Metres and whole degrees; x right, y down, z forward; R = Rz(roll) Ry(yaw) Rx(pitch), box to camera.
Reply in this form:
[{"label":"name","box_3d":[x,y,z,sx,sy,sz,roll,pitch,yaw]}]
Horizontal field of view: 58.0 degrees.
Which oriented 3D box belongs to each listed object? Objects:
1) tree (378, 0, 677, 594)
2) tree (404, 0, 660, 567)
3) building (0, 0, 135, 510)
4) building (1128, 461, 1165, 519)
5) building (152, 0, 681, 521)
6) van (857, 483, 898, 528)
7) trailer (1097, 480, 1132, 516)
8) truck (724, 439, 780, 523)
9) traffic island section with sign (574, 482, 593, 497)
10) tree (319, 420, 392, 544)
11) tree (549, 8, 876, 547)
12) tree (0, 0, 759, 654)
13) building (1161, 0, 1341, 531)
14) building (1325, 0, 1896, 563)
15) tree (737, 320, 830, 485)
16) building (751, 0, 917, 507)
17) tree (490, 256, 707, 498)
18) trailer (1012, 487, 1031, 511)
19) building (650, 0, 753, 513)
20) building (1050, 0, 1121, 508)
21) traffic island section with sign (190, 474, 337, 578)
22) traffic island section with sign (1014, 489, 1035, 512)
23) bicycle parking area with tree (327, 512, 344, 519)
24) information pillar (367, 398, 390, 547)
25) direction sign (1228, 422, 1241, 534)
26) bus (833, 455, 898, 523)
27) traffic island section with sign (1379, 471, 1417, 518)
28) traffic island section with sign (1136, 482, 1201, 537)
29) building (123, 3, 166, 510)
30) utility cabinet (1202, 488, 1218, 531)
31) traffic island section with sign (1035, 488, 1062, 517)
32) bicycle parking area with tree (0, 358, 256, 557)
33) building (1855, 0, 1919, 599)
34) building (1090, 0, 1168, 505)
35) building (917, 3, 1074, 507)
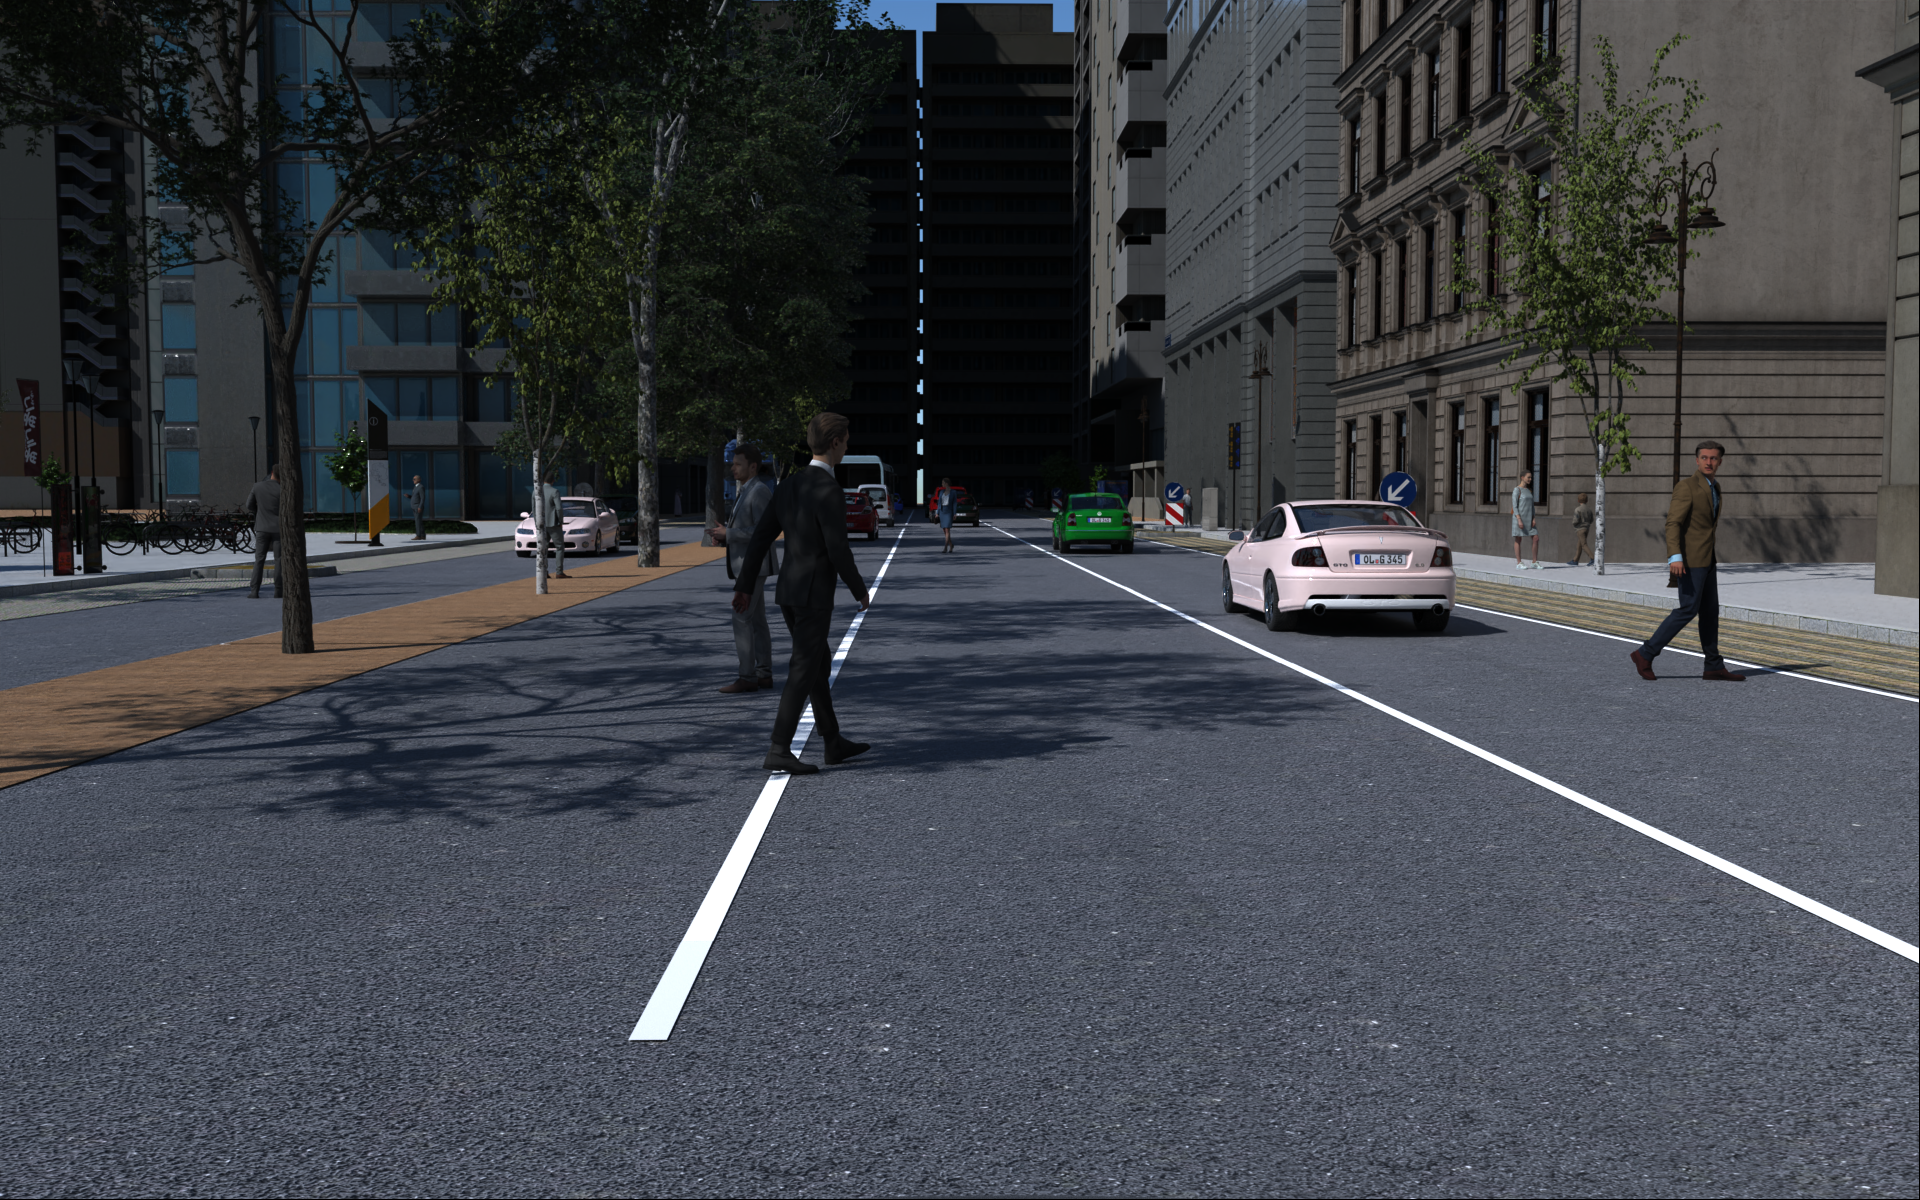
[{"label":"tree","box_3d":[-5.912,-4.365,24.187,4.737,8.622,4.395,0,3,0]},{"label":"tree","box_3d":[-7.300,-10.742,33.982,12.611,20.169,13.585,0,3,0]},{"label":"building","box_3d":[-75.571,-30.374,146.730,14.200,45.320,14.600,0,4,-1]},{"label":"building","box_3d":[26.078,-24.589,93.909,32.217,40.220,23.993,0,4,-1]},{"label":"building","box_3d":[-28.586,-29.063,94.787,23.786,49.044,30.456,0,4,-1]},{"label":"van","box_3d":[-3.730,-4.194,75.576,2.013,2.044,4.112,0,4,0]},{"label":"trailer","box_3d":[6.369,-4.053,73.314,1.471,1.999,3.904,0,4,-2]},{"label":"truck","box_3d":[-10.270,-6.190,90.968,2.967,4.110,18.799,0,4,-1]},{"label":"traffic island section with sign","box_3d":[-12.665,-3.026,58.106,1.989,1.847,2.006,0,4,-1]},{"label":"tree","box_3d":[-15.630,-3.089,45.110,1.663,3.219,1.824,0,3,0]},{"label":"tree","box_3d":[-6.689,-8.416,46.710,9.857,13.997,8.962,0,3,0]},{"label":"tree","box_3d":[-5.925,-4.814,15.575,8.767,10.594,7.601,0,4,-1]},{"label":"building","box_3d":[15.294,-17.646,65.998,11.434,29.767,29.804,0,4,-1]},{"label":"building","box_3d":[15.619,-10.772,40.757,10.561,19.102,19.286,0,4,-1]},{"label":"tree","box_3d":[-7.036,-7.020,67.597,4.737,8.622,4.395,0,3,0]},{"label":"building","box_3d":[-14.865,-33.724,175.083,21.600,48.544,21.300,0,4,-1]},{"label":"tree","box_3d":[-15.633,-9.679,75.258,9.611,12.733,9.660,0,3,0]},{"label":"trailer","box_3d":[5.064,-8.384,144.121,1.471,1.999,3.904,0,4,-3]},{"label":"building","box_3d":[-28.420,-43.159,143.893,20.611,71.187,20.563,0,4,-1]},{"label":"building","box_3d":[18.342,-43.160,143.919,20.563,71.187,20.611,0,4,-1]},{"label":"traffic island section with sign","box_3d":[-12.033,-1.318,30.185,1.989,1.847,2.006,0,4,-1]},{"label":"traffic island section with sign","box_3d":[5.257,-7.760,135.503,1.989,1.847,2.006,0,4,-1]},{"label":"bicycle parking area with tree","box_3d":[-26.891,-4.576,61.825,9.016,4.147,8.231,2,4,27]},{"label":"information pillar","box_3d":[-14.266,-3.124,42.428,0.504,3.616,0.183,-2,4,-33]},{"label":"direction sign","box_3d":[8.726,-3.860,55.112,0.379,3.537,0.876,-1,4,-14]},{"label":"bus","box_3d":[-4.901,-5.788,89.493,2.948,3.499,13.247,0,4,0]},{"label":"traffic island section with sign","box_3d":[7.572,-1.380,31.190,1.989,1.847,2.006,0,4,-1]},{"label":"traffic island section with sign","box_3d":[6.972,-3.028,58.138,1.989,1.847,2.006,0,4,-1]},{"label":"building","box_3d":[-61.090,-28.401,147.943,14.086,41.232,14.154,0,4,-1]},{"label":"utility cabinet","box_3d":[8.709,-3.164,60.406,0.318,1.500,1.173,0,4,-4]},{"label":"traffic island section with sign","box_3d":[5.867,-6.063,107.750,1.989,1.847,2.006,0,4,-1]},{"label":"bicycle parking area with tree","box_3d":[-19.868,-3.180,38.999,9.016,4.147,8.231,-1,4,-10]},{"label":"building","box_3d":[26.128,-11.090,14.603,30.059,22.955,16.112,0,4,-1]},{"label":"building","box_3d":[23.695,-32.437,119.577,28.713,52.752,27.495,0,4,-1]},{"label":"building","box_3d":[6.720,-33.781,176.016,21.600,48.544,21.300,0,4,-1]}]
